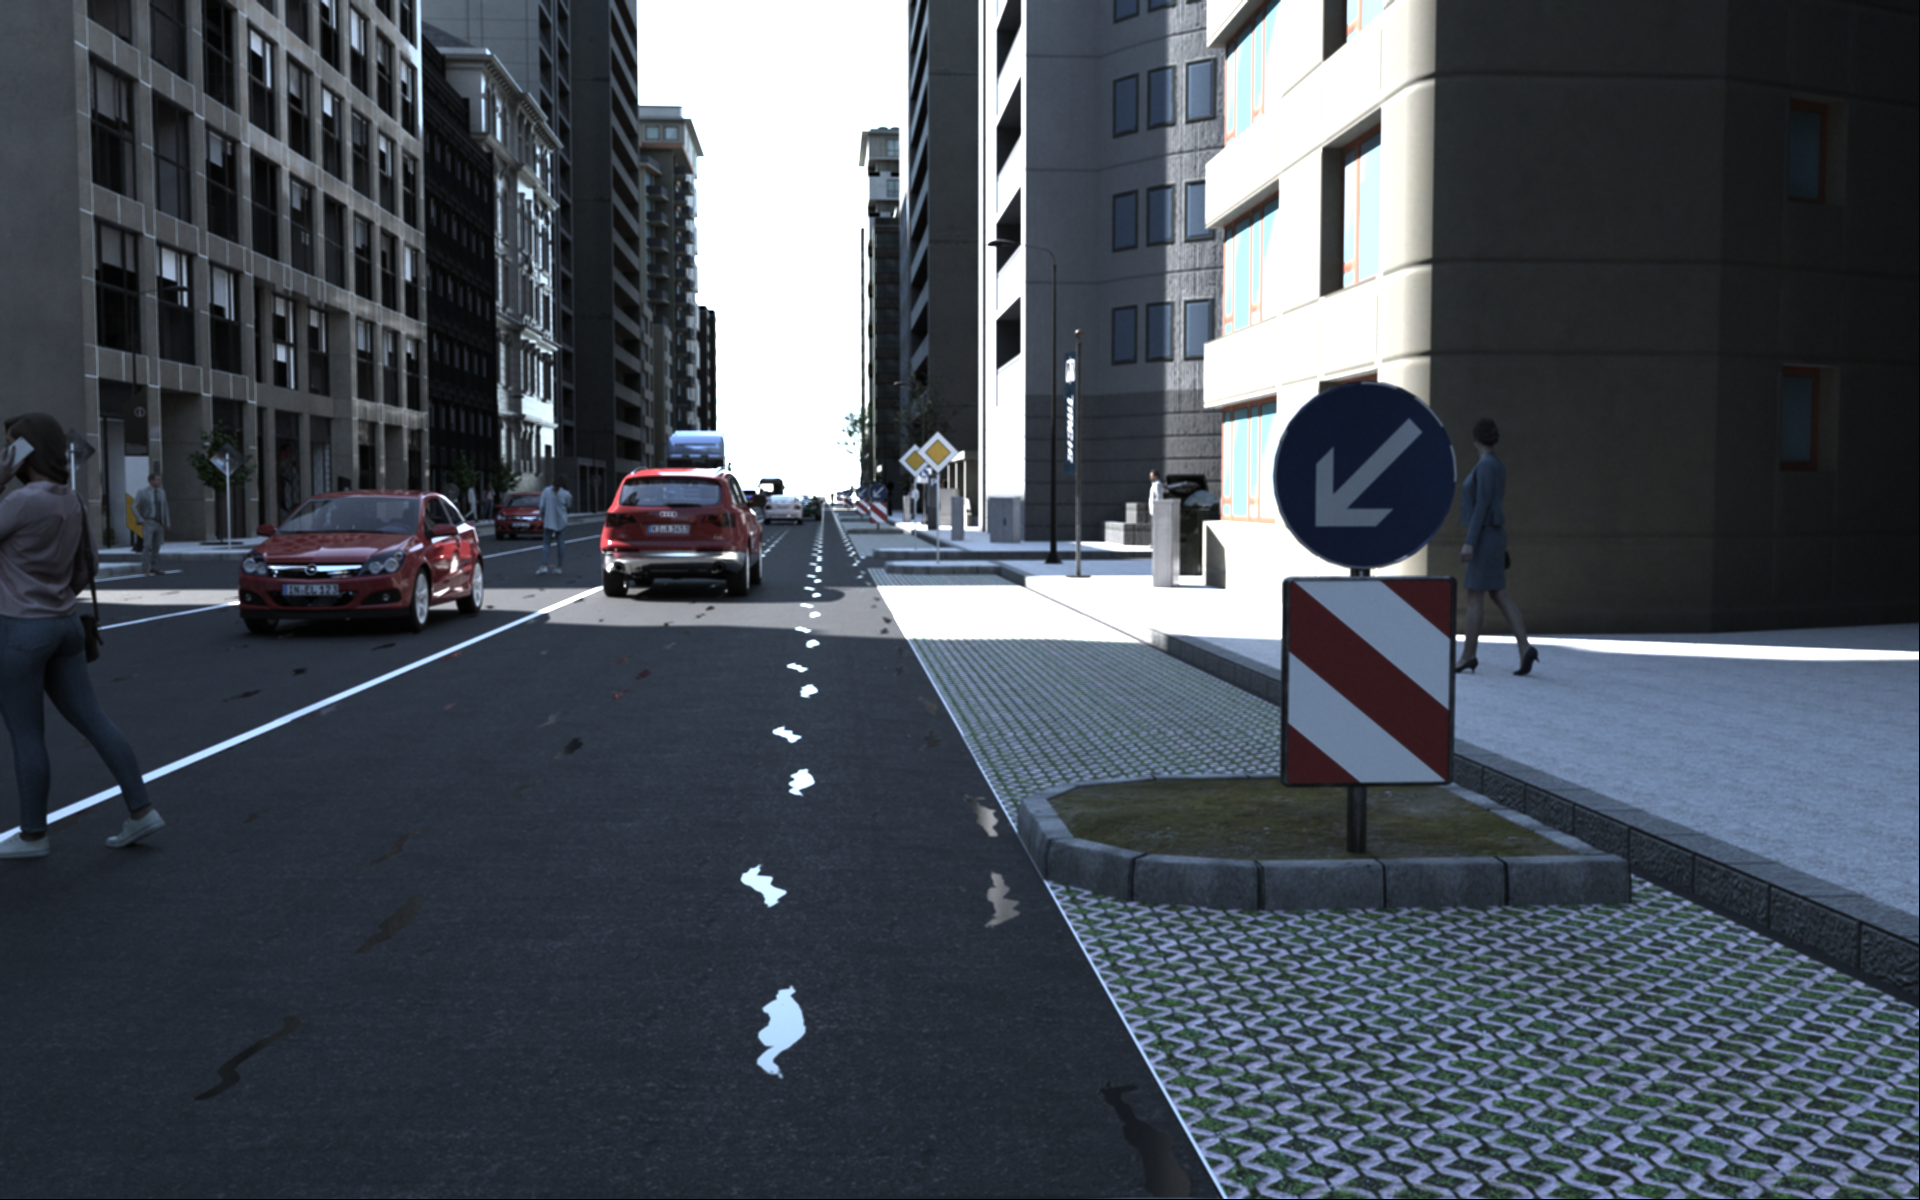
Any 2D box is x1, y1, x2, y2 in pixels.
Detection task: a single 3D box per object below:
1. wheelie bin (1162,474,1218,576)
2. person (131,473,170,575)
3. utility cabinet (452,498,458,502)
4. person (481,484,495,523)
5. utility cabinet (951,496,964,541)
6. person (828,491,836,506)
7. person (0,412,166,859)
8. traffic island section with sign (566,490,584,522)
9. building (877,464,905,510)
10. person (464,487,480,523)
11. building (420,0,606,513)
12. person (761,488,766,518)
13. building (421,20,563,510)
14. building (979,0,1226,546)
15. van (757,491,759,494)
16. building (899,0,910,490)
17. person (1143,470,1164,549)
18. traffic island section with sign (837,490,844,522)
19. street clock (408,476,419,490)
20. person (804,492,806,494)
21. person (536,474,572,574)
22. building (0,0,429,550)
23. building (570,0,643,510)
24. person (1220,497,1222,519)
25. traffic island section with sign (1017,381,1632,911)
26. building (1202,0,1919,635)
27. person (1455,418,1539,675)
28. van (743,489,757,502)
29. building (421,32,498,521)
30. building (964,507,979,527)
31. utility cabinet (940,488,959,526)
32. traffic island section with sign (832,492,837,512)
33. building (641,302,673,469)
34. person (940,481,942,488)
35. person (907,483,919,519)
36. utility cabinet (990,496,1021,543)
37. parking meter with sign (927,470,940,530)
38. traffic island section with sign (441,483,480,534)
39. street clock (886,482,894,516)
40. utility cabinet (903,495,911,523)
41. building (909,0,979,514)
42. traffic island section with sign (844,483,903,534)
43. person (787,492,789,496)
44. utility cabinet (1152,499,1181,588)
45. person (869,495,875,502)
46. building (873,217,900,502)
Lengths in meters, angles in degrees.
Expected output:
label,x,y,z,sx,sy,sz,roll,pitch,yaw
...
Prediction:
label,x,y,z,sx,sy,sz,roll,pitch,yaw
wheelie bin,3.592,-1.193,27.406,0.980,1.594,0.693,2,4,25
person,-14.394,-1.361,30.855,0.391,1.810,0.635,2,4,23
utility cabinet,-20.638,-3.624,70.415,0.306,1.237,1.020,0,4,-7
person,-21.207,-4.350,77.752,0.593,1.750,0.643,-2,4,-28
utility cabinet,-0.051,-2.262,48.152,0.306,1.237,1.020,0,4,4
person,-15.091,-11.978,204.428,1.348,1.812,0.705,2,4,32
person,-3.554,0.136,6.868,0.643,1.750,0.593,0,4,3
traffic island section with sign,-20.281,-4.884,88.476,1.989,1.847,2.006,0,4,-4
building,2.742,-44.436,164.778,20.563,71.187,20.611,0,4,-4
person,-21.604,-4.317,76.503,0.818,1.842,0.514,-1,4,-15
building,-36.208,-41.807,121.798,20.563,71.187,20.611,0,4,-4
person,-11.983,-5.927,105.748,0.444,1.785,0.601,2,4,26
building,-31.366,-19.084,99.406,14.401,28.519,23.554,0,4,-4
building,15.364,-31.120,50.809,28.212,58.520,21.231,0,4,-4
van,-28.151,-13.991,235.756,2.013,2.044,4.112,0,4,-5
building,2.781,-29.150,126.716,14.600,45.320,14.200,0,4,-4
person,4.641,-2.091,40.075,0.795,1.843,0.661,1,4,8
traffic island section with sign,-5.202,-4.955,89.641,1.989,1.847,2.006,0,4,-4
street clock,-21.524,-3.898,68.307,0.471,2.002,0.358,3,5,43
person,-17.977,-11.691,200.382,1.217,1.736,0.721,-3,4,-36
person,-7.314,-1.373,31.206,0.793,1.790,0.793,3,5,41
building,-30.620,-15.298,54.641,19.350,26.468,34.151,0,4,-4
building,-38.363,-31.789,143.451,21.300,48.544,21.600,0,4,-4
person,5.096,-1.539,31.596,0.661,1.777,0.834,1,4,23
traffic island section with sign,1.265,0.107,6.875,1.989,1.847,2.006,0,4,-4
building,18.356,-10.131,10.686,27.650,21.520,28.899,0,4,-4
person,3.766,-0.380,12.275,0.581,1.822,0.654,-3,5,-42
van,-26.550,-13.111,218.751,2.240,2.365,5.245,0,4,-5
building,-29.210,-15.311,80.015,12.332,23.373,15.834,0,4,-4
building,15.799,-23.401,74.484,32.217,40.220,23.993,0,4,-4
utility cabinet,-0.623,-3.652,68.397,1.173,1.500,0.318,1,4,21
traffic island section with sign,-9.053,-7.972,138.967,1.989,1.847,2.006,0,4,-4
building,-43.398,-19.851,169.595,27.650,21.520,28.899,0,4,-4
person,-0.845,-4.085,72.820,0.794,1.824,0.713,0,4,3
person,-2.390,-5.004,87.953,0.679,1.850,0.850,2,4,23
utility cabinet,1.186,-2.113,45.715,0.306,1.237,1.020,-2,4,-34
parking meter with sign,-0.972,-4.071,62.814,0.543,3.016,1.738,0,4,0
traffic island section with sign,-18.183,-3.240,61.603,1.989,1.847,2.006,0,4,-4
street clock,-4.122,-5.954,101.913,0.471,2.002,0.358,-2,4,-26
utility cabinet,-2.389,-4.053,77.424,0.306,1.237,1.020,0,4,-4
building,8.105,-29.404,104.463,21.300,48.544,21.600,0,4,-4
traffic island section with sign,-3.081,-3.301,62.592,1.989,1.847,2.006,0,4,-4
person,-24.736,-14.585,247.492,0.750,1.759,0.617,1,4,10
utility cabinet,2.866,-0.792,24.117,0.306,1.237,1.020,1,4,13
person,-8.379,-9.878,168.236,1.217,1.739,0.721,2,4,33
building,-2.205,-25.157,183.015,14.160,30.474,14.107,0,4,-4
